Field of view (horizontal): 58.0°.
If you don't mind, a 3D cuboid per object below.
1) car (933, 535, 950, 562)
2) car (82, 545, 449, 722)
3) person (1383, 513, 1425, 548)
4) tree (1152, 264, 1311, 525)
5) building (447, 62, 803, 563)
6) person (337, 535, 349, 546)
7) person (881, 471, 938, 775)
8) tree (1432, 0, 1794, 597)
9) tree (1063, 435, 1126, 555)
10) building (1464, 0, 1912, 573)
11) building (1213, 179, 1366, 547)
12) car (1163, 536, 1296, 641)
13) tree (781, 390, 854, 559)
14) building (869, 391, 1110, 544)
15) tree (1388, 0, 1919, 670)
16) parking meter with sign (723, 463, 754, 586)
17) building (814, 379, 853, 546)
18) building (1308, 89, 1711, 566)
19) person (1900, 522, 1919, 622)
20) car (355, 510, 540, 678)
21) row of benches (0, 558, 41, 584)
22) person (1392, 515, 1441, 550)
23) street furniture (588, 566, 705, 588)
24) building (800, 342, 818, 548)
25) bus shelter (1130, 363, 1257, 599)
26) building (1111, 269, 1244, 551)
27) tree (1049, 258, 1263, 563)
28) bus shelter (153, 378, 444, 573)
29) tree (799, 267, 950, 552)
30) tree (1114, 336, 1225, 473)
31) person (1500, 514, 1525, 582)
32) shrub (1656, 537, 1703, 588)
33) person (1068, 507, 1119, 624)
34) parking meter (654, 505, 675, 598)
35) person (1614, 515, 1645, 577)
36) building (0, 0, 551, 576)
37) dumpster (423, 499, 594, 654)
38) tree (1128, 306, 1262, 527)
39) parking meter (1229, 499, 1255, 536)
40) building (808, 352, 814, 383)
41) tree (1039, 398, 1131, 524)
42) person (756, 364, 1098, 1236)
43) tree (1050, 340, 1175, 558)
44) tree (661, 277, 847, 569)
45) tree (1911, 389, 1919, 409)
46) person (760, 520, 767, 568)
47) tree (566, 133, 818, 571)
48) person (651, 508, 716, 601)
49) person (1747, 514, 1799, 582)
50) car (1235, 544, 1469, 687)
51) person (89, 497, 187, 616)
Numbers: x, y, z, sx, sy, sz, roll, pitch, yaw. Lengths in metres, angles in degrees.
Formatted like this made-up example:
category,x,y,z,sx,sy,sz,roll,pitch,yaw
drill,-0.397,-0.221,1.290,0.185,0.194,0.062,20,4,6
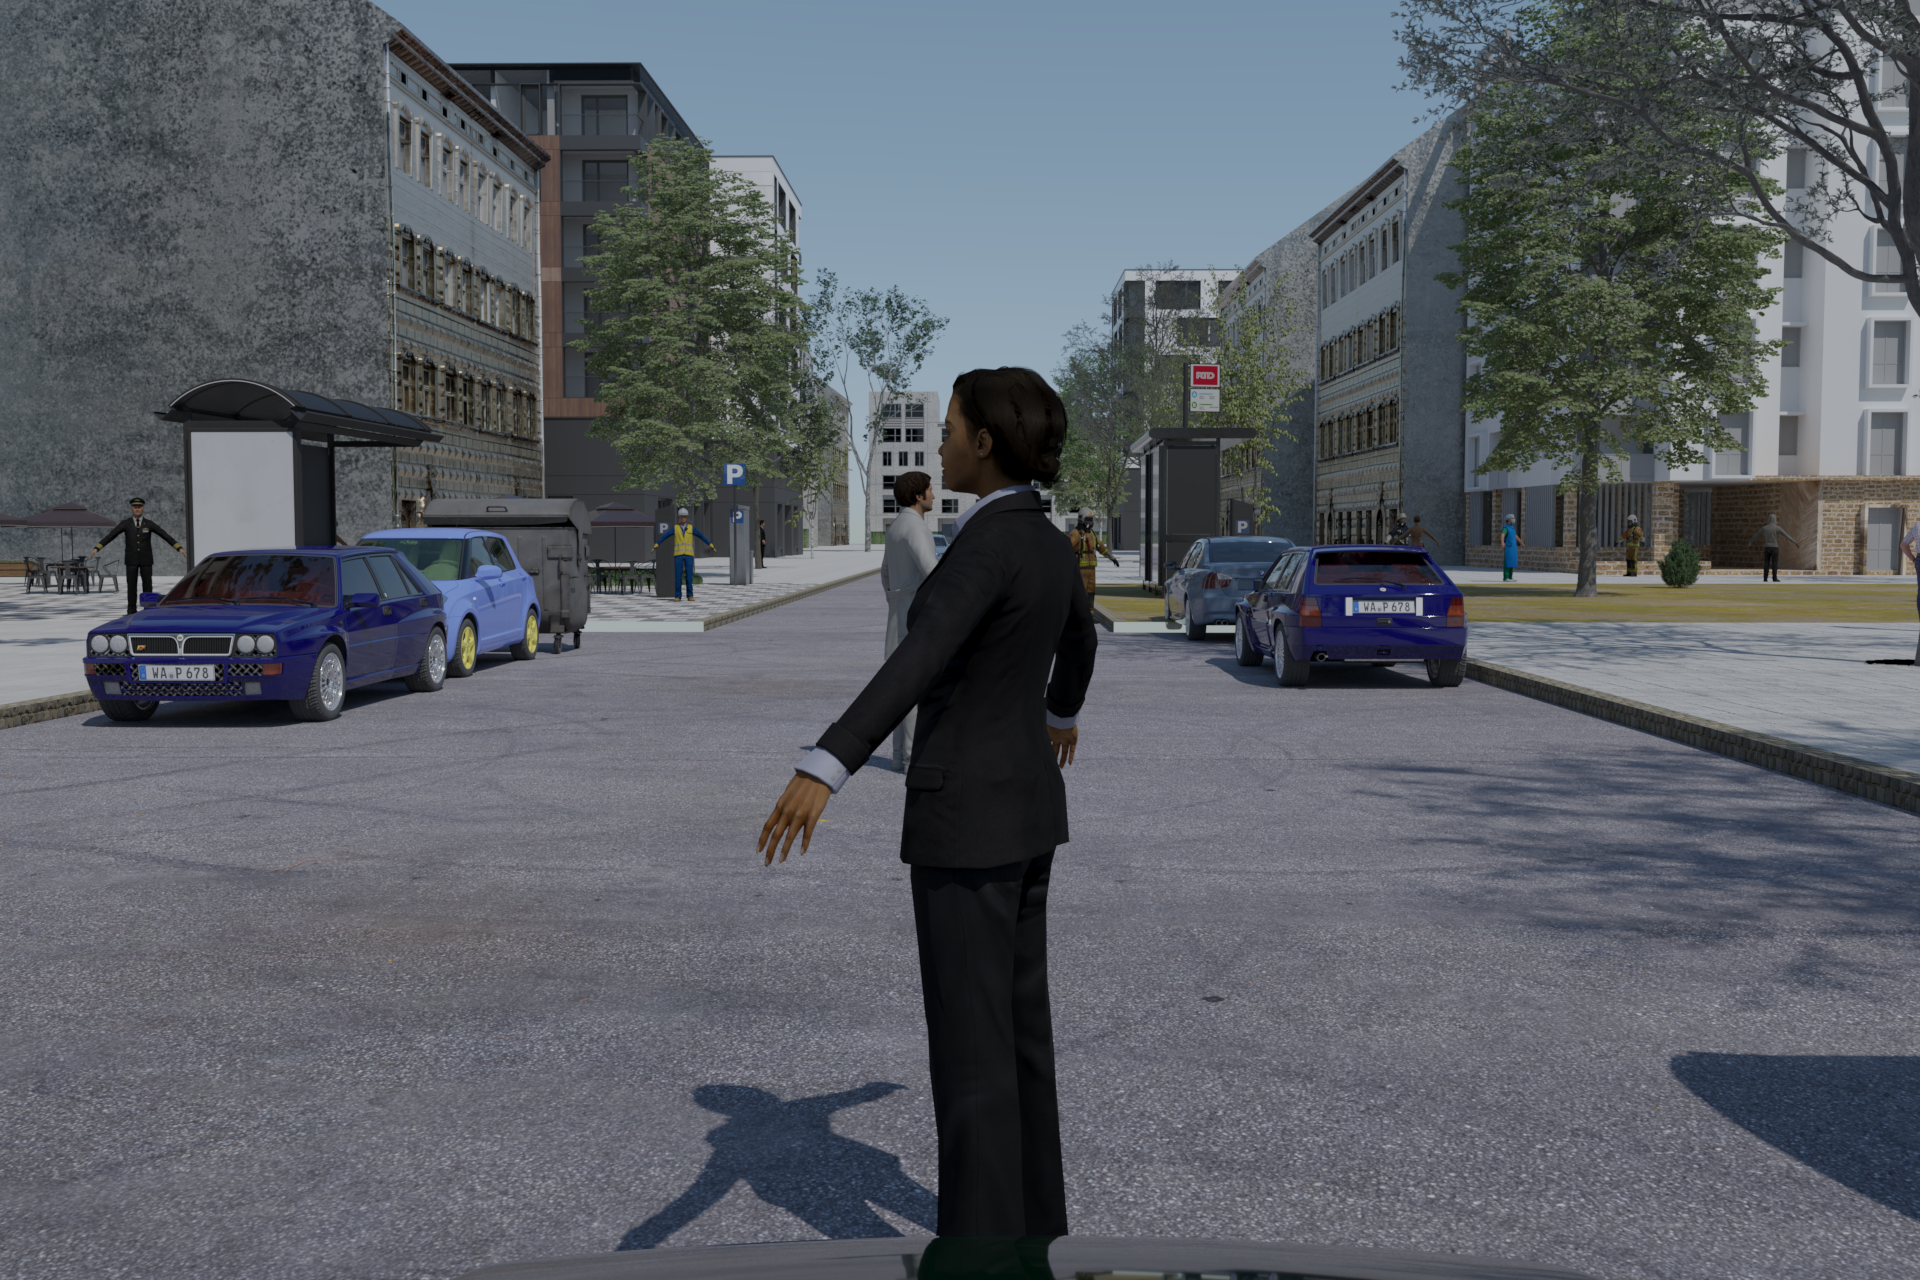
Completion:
category,x,y,z,sx,sy,sz,roll,pitch,yaw
car,-1.225,-3.520,69.554,2.014,1.417,4.499,0,4,1
car,-5.633,-0.116,14.473,1.945,1.354,3.894,0,4,1
person,12.329,-2.599,48.279,1.354,1.856,0.705,-1,4,-21
tree,7.545,-5.877,46.456,4.737,8.622,4.395,0,3,0
building,-24.035,-15.163,91.887,27.936,21.610,32.646,0,4,1
person,-10.628,-1.374,28.602,1.345,1.843,0.704,1,4,12
person,-0.248,-0.107,10.399,0.705,1.806,1.347,-1,4,-20
tree,13.143,-7.160,35.197,7.486,12.596,7.792,0,3,0
tree,8.694,-9.655,108.214,4.737,8.622,4.395,0,3,0
building,24.932,-12.838,66.327,16.016,20.090,11.380,0,4,1
building,26.030,-16.679,103.635,19.493,23.208,18.063,0,4,1
car,3.944,-0.769,24.580,2.014,1.417,4.499,0,4,1
tree,-7.567,-8.488,89.137,4.737,8.622,4.395,0,3,0
building,4.611,-21.558,221.388,31.486,18.905,16.747,0,4,0
tree,9.504,-6.494,16.541,12.009,13.543,11.850,0,3,0
parking meter with sign,-5.522,-2.891,43.521,0.543,3.016,1.738,0,4,1
building,-22.490,-22.104,192.329,19.493,23.208,18.063,0,4,2
building,27.117,-15.121,78.160,19.493,23.208,18.063,0,4,1
person,12.816,-0.968,22.807,0.436,1.711,0.756,-1,4,-16
car,-5.714,-0.540,18.419,1.945,1.707,3.694,0,4,1
row of benches,-25.655,-1.763,44.284,4.104,0.672,1.422,-1,4,-11
person,10.953,-2.131,41.646,1.217,1.733,0.721,0,4,2
street furniture,-11.027,-1.809,45.207,5.734,0.657,10.072,-2,4,-32
building,-22.372,-17.314,149.546,16.747,18.905,31.486,0,4,1
bus shelter,4.951,-3.713,38.339,2.179,5.291,8.768,0,4,2
building,26.835,-18.711,149.903,27.936,21.610,32.646,0,4,1
tree,8.429,-10.205,77.217,12.009,13.543,11.850,0,3,0
bus shelter,-9.391,-1.917,25.273,2.014,3.302,5.546,0,4,1
tree,-7.384,-16.371,123.555,12.611,20.169,13.585,0,3,0
tree,7.434,-6.982,64.522,4.360,8.622,3.978,0,3,0
person,14.751,-2.463,46.399,0.704,1.817,1.347,3,5,41
shrub,17.048,-1.829,41.026,1.383,1.207,1.383,0,3,0
person,2.008,-1.181,27.528,1.354,1.858,0.705,-3,5,-43
parking meter,-5.952,-1.784,34.885,0.399,1.863,0.255,0,4,1
person,20.169,-2.830,52.044,0.705,1.858,1.354,-1,4,-16
building,-26.195,-14.053,60.690,19.493,23.208,18.063,0,4,0
dumpster,-5.502,-0.790,21.125,1.865,1.857,1.264,0,4,2
tree,7.146,-6.489,56.457,4.360,8.622,3.978,0,3,0
parking meter,4.652,-1.398,28.570,0.399,1.863,0.255,0,4,2
building,-20.452,-19.131,169.205,16.016,20.090,11.380,0,4,1
tree,8.709,-12.862,128.423,7.486,12.596,7.792,0,3,0
person,-0.012,0.362,3.254,0.721,1.740,1.216,2,4,25
tree,8.049,-10.122,91.257,9.928,11.665,9.643,0,3,0
tree,-7.668,-7.865,63.007,7.601,10.594,8.767,-3,5,-41
tree,28.288,-6.686,43.731,7.601,10.594,8.767,-1,4,-19
person,-7.376,-3.577,64.669,0.705,1.806,1.347,0,4,-6
tree,-7.689,-8.068,50.032,7.486,12.596,7.792,0,3,0
person,-5.256,-1.621,32.965,1.216,1.772,0.721,-1,4,-11
person,21.774,-2.466,46.450,1.348,1.813,0.705,3,5,44
car,3.868,-0.308,17.617,1.945,1.354,3.894,0,4,0
person,-12.536,-1.254,26.441,1.347,1.837,0.705,-2,4,-25
